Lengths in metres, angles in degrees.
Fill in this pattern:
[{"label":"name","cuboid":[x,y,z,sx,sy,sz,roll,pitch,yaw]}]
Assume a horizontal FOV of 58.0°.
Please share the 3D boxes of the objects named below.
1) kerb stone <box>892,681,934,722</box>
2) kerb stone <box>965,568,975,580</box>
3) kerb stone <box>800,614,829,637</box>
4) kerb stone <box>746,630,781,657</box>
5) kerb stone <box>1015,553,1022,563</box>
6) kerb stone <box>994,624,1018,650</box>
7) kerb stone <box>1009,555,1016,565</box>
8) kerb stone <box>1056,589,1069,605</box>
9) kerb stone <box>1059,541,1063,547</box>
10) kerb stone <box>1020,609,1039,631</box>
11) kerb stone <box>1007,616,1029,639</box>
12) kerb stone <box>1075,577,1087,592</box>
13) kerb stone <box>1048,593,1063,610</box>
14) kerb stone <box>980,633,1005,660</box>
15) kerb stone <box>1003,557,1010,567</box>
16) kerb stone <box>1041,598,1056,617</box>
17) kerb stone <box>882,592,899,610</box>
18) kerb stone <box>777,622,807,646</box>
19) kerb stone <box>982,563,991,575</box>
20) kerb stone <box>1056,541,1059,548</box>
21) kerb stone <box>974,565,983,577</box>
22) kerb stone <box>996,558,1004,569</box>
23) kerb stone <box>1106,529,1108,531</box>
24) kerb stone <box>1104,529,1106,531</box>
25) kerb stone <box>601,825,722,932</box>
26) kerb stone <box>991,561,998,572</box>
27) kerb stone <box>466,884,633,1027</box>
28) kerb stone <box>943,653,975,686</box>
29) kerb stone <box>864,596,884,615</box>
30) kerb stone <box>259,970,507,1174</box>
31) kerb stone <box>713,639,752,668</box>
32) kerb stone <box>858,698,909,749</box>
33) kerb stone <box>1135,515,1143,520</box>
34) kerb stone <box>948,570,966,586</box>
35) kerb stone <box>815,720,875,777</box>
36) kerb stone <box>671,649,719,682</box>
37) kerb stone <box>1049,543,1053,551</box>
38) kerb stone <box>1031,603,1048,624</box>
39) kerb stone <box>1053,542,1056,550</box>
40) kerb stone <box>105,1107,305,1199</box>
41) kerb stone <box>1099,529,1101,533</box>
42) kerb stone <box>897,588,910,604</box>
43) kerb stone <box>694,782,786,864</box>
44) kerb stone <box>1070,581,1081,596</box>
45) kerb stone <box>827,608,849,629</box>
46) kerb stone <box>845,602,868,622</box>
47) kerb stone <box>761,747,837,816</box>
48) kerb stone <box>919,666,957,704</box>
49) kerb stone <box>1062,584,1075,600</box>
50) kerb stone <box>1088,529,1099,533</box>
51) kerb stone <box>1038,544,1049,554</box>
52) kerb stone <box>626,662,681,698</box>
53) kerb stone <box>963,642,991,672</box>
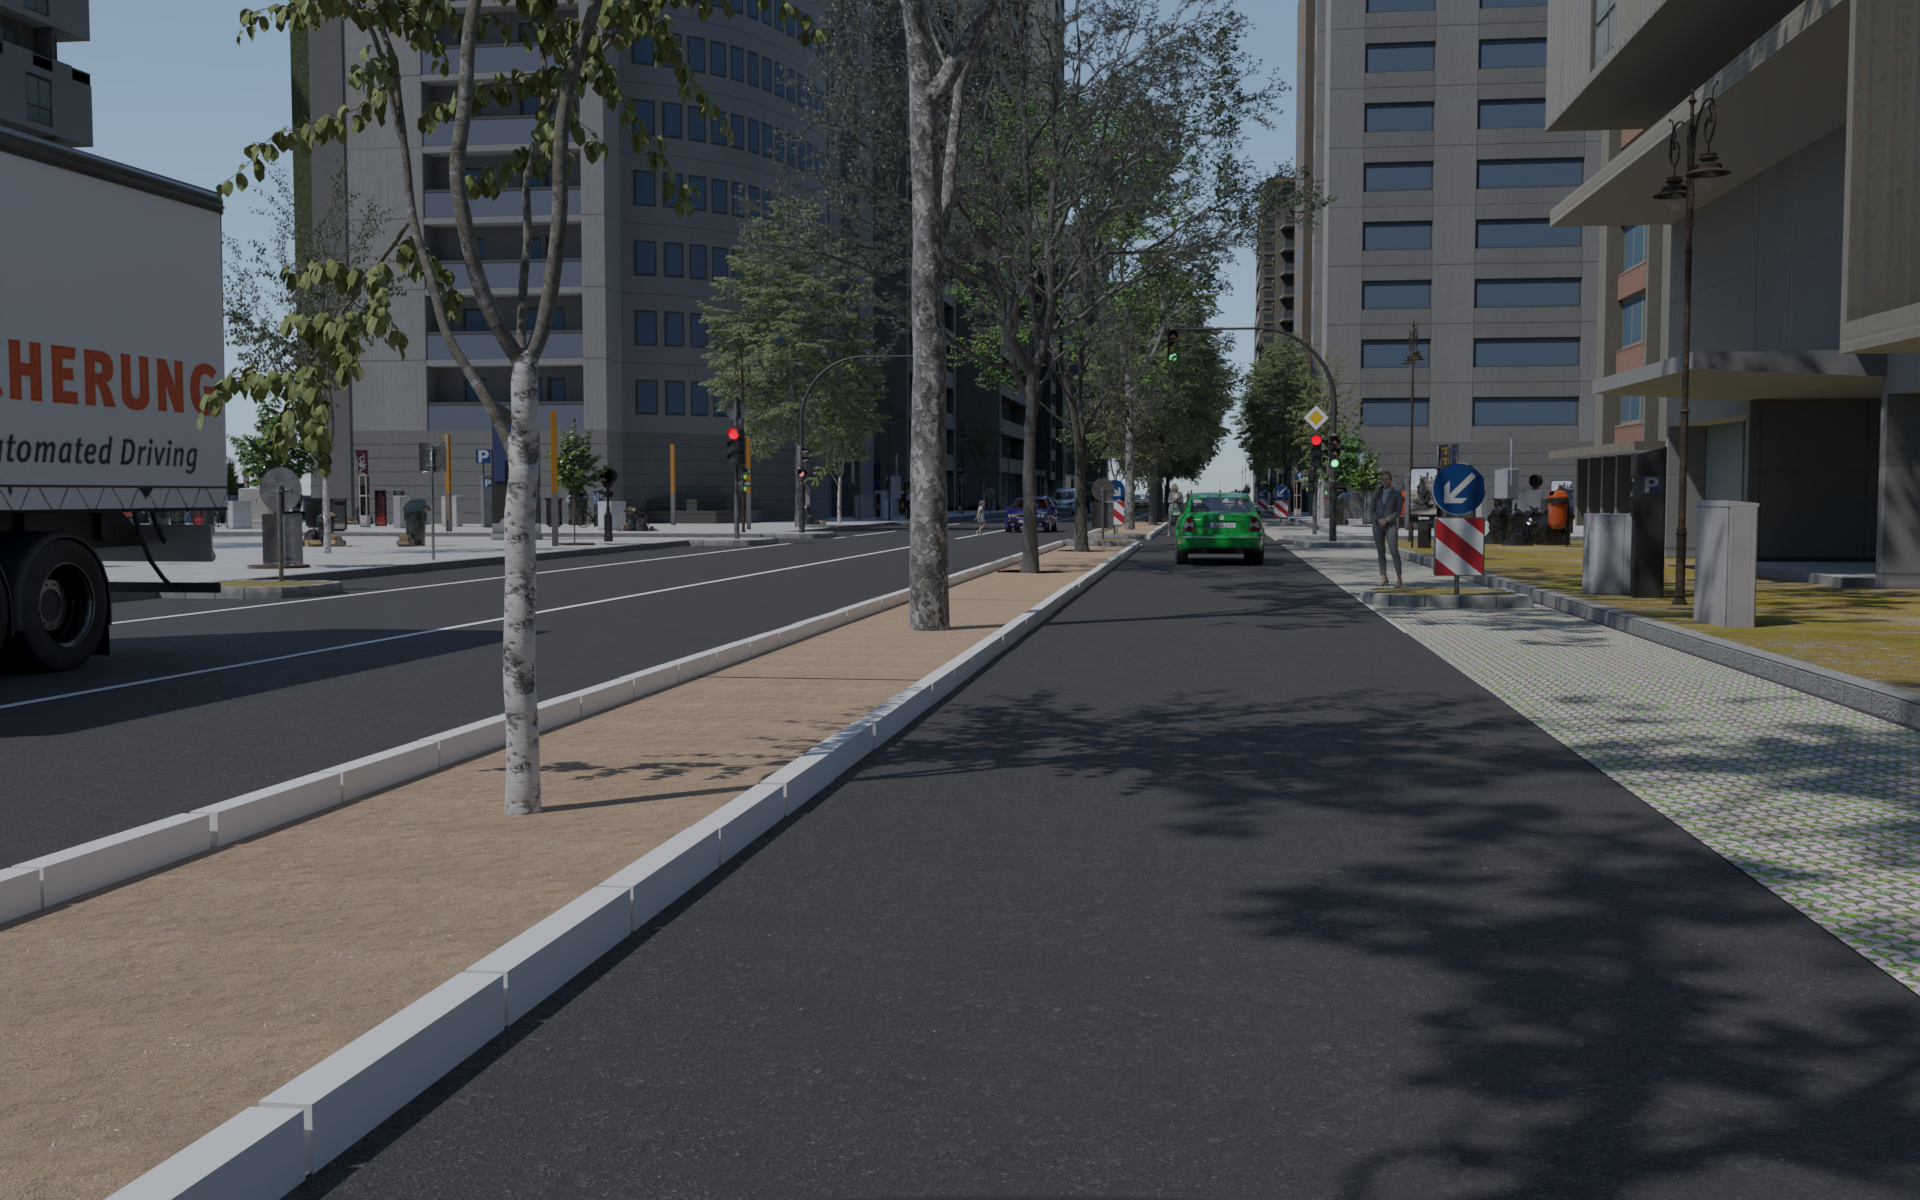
[{"label":"kerb stone","cuboid":[-0.322,0.669,11.249,0.120,0.150,1.000,1,4,8]},{"label":"kerb stone","cuboid":[0.083,-0.404,28.796,0.120,0.150,1.000,1,4,8]},{"label":"kerb stone","cuboid":[-1.529,0.283,17.624,0.120,0.150,1.000,1,4,8]},{"label":"kerb stone","cuboid":[-1.815,0.407,15.599,0.120,0.150,1.000,1,4,8]},{"label":"kerb stone","cuboid":[1.111,-0.839,35.905,0.120,0.150,1.000,1,4,8]},{"label":"kerb stone","cuboid":[0.411,0.360,16.312,0.120,0.150,1.000,1,4,8]},{"label":"kerb stone","cuboid":[0.956,-0.776,34.885,0.120,0.150,1.000,1,4,8]},{"label":"kerb stone","cuboid":[1.280,-0.010,22.391,0.120,0.150,1.000,1,4,8]},{"label":"kerb stone","cuboid":[2.569,-1.459,46.048,0.120,0.150,1.000,1,4,8]},{"label":"kerb stone","cuboid":[0.699,0.236,18.337,0.120,0.150,1.000,1,4,8]},{"label":"kerb stone","cuboid":[0.550,0.298,17.325,0.120,0.150,1.000,1,4,8]},{"label":"kerb stone","cuboid":[1.732,-0.196,25.436,0.120,0.150,1.000,1,4,8]},{"label":"kerb stone","cuboid":[1.134,0.051,21.379,0.120,0.150,1.000,1,4,8]},{"label":"kerb stone","cuboid":[0.257,0.427,15.302,0.120,0.150,1.000,1,4,8]},{"label":"kerb stone","cuboid":[0.821,-0.714,33.872,0.120,0.150,1.000,1,4,8]},{"label":"kerb stone","cuboid":[0.994,0.112,20.362,0.120,0.150,1.000,1,4,8]},{"label":"kerb stone","cuboid":[-0.939,0.031,21.690,0.120,0.150,1.000,1,4,8]},{"label":"kerb stone","cuboid":[-1.669,0.348,16.611,0.120,0.150,1.000,1,4,8]},{"label":"kerb stone","cuboid":[0.384,-0.527,30.828,0.120,0.150,1.000,1,4,8]},{"label":"kerb stone","cuboid":[2.416,-1.389,45.030,0.120,0.150,1.000,1,4,8]},{"label":"kerb stone","cuboid":[0.229,-0.463,29.807,0.120,0.150,1.000,1,4,8]},{"label":"kerb stone","cuboid":[0.674,-0.647,32.861,0.120,0.150,1.000,1,4,8]},{"label":"kerb stone","cuboid":[5.427,-2.668,65.819,0.120,0.150,1.000,1,4,8]},{"label":"kerb stone","cuboid":[5.279,-2.600,64.797,0.120,0.150,1.000,1,4,8]},{"label":"kerb stone","cuboid":[-1.057,0.980,6.169,0.120,0.150,1.000,1,4,8]},{"label":"kerb stone","cuboid":[0.527,-0.590,31.849,0.120,0.150,1.000,1,4,8]},{"label":"kerb stone","cuboid":[-1.204,1.042,5.157,0.120,0.150,1.000,1,4,8]},{"label":"kerb stone","cuboid":[-0.028,0.550,13.273,0.120,0.150,1.000,1,4,8]},{"label":"kerb stone","cuboid":[-1.091,0.093,20.672,0.120,0.150,1.000,1,4,8]},{"label":"kerb stone","cuboid":[-1.350,1.104,4.145,0.120,0.150,1.000,1,4,8]},{"label":"kerb stone","cuboid":[-1.962,0.466,14.587,0.120,0.150,1.000,1,4,8]},{"label":"kerb stone","cuboid":[-0.463,0.731,10.237,0.120,0.150,1.000,1,4,8]},{"label":"kerb stone","cuboid":[10.251,-4.719,99.348,0.120,0.150,1.000,1,4,8]},{"label":"kerb stone","cuboid":[-0.066,-0.337,27.776,0.120,0.150,1.000,1,4,8]},{"label":"kerb stone","cuboid":[-0.620,0.794,9.212,0.120,0.150,1.000,1,4,8]},{"label":"kerb stone","cuboid":[-2.108,0.527,13.575,0.120,0.150,1.000,1,4,8]},{"label":"kerb stone","cuboid":[2.134,-1.273,43.004,0.120,0.150,1.000,1,4,8]},{"label":"kerb stone","cuboid":[0.852,0.174,19.349,0.120,0.150,1.000,1,4,8]},{"label":"kerb stone","cuboid":[2.282,-1.334,44.016,0.120,0.150,1.000,1,4,8]},{"label":"kerb stone","cuboid":[-1.498,1.166,3.129,0.120,0.150,1.000,1,4,8]},{"label":"kerb stone","cuboid":[4.834,-2.420,61.760,0.120,0.150,1.000,1,4,8]},{"label":"kerb stone","cuboid":[-0.789,-0.031,22.701,0.120,0.150,1.000,1,4,8]},{"label":"kerb stone","cuboid":[-0.911,0.923,7.181,0.120,0.150,1.000,1,4,8]},{"label":"kerb stone","cuboid":[1.572,-0.136,24.423,0.120,0.150,1.000,1,4,8]},{"label":"kerb stone","cuboid":[-1.383,0.224,18.637,0.120,0.150,1.000,1,4,8]},{"label":"kerb stone","cuboid":[-1.235,0.155,19.655,0.120,0.150,1.000,1,4,8]},{"label":"kerb stone","cuboid":[-0.759,0.856,8.199,0.120,0.150,1.000,1,4,8]},{"label":"kerb stone","cuboid":[-0.173,0.609,12.261,0.120,0.150,1.000,1,4,8]},{"label":"kerb stone","cuboid":[1.423,-0.074,23.412,0.120,0.150,1.000,1,4,8]},{"label":"kerb stone","cuboid":[4.687,-2.357,60.740,0.120,0.150,1.000,1,4,8]},{"label":"kerb stone","cuboid":[1.989,-1.210,41.979,0.120,0.150,1.000,1,4,8]},{"label":"kerb stone","cuboid":[-2.254,0.589,12.564,0.120,0.150,1.000,1,4,8]},{"label":"kerb stone","cuboid":[0.116,0.487,14.285,0.120,0.150,1.000,1,4,8]}]
